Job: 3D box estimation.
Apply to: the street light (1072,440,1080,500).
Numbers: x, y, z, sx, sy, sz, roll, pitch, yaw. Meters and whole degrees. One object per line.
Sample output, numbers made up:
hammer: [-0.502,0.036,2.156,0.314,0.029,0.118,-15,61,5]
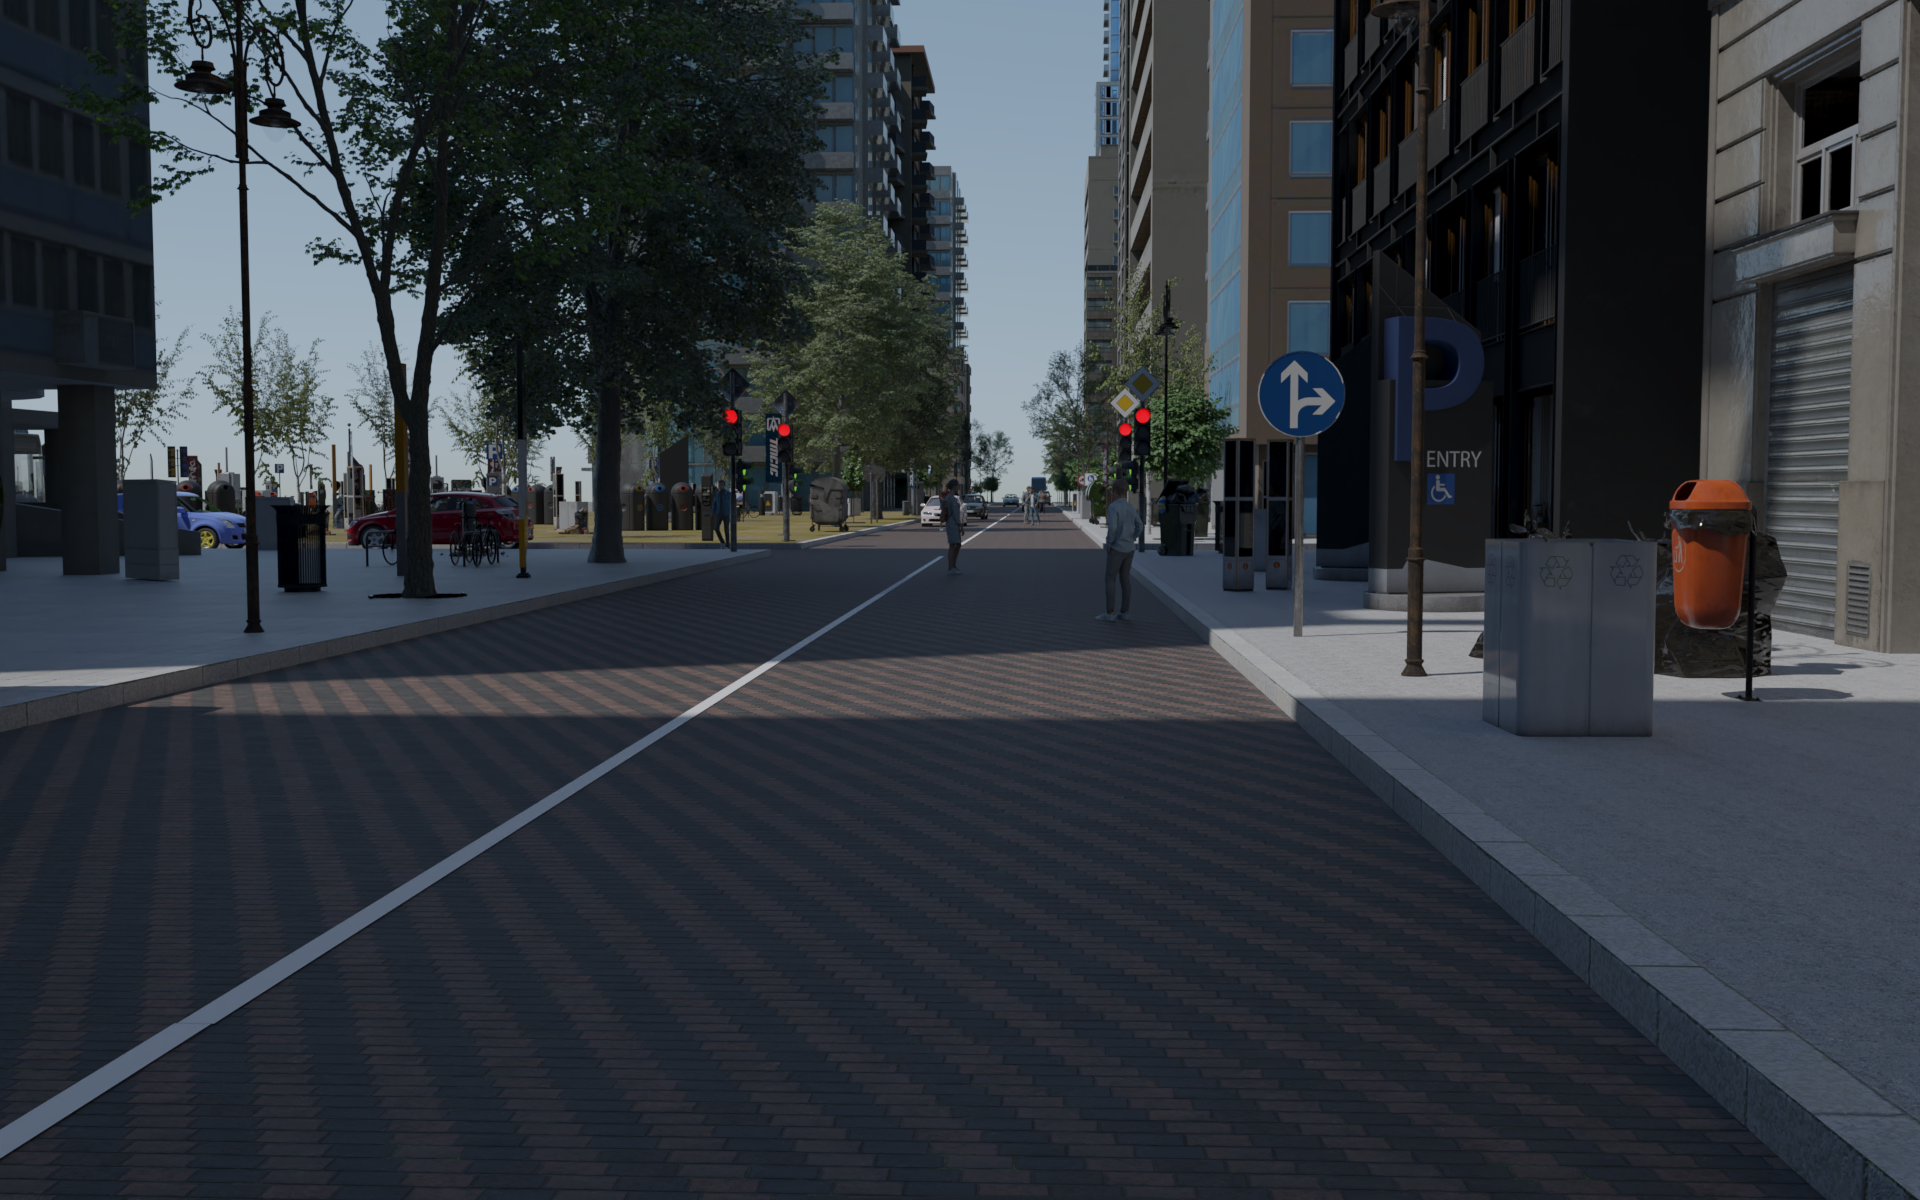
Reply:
street light: [8.262,-9.048,120.714,0.468,5.910,1.993,0,4,3]

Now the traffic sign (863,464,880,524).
traffic sign: [-3.810,-4.540,74.328,0.768,2.556,0.104,1,4,10]

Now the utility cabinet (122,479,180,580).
utility cabinet: [-12.044,-1.047,25.800,1.173,1.500,0.318,3,5,42]

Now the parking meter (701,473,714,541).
parking meter: [-6.879,-2.536,47.169,0.255,1.863,0.399,0,4,5]

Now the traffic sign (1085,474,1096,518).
traffic sign: [6.537,-5.157,86.447,0.606,2.300,0.079,1,4,12]

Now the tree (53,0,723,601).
tree: [-6.751,-5.822,20.944,9.928,11.665,9.643,0,3,0]

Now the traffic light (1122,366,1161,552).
traffic light: [3.979,-3.004,38.043,0.839,4.253,0.868,0,4,3]

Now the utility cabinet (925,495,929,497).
utility cabinet: [-2.553,-6.574,118.643,0.306,1.237,1.020,3,4,36]

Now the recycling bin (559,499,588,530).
recycling bin: [-12.969,-2.790,58.179,0.722,1.027,0.722,1,4,18]

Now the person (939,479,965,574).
person: [-0.123,-1.312,30.948,0.522,1.701,0.512,-1,4,-19]

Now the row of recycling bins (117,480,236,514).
row of recycling bins: [-23.309,-2.694,51.166,3.534,1.692,1.069,-1,4,-23]

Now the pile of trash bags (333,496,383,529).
pile of trash bags: [-21.681,-3.389,65.155,1.912,1.369,3.447,3,5,41]

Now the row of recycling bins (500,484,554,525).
row of recycling bins: [-18.217,-4.037,73.112,3.534,1.692,1.069,2,4,26]

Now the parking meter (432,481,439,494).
parking meter: [-23.633,-4.423,78.034,0.255,1.863,0.399,-2,4,-27]

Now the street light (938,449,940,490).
street light: [-1.482,-9.197,123.165,0.468,5.910,1.993,0,4,3]

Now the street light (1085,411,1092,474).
street light: [7.074,-7.483,95.133,0.468,5.910,1.993,0,4,3]

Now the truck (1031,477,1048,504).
truck: [12.318,-16.979,267.361,2.967,4.110,18.799,0,4,1]

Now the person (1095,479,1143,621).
person: [1.819,-0.574,19.697,0.589,1.601,0.330,-2,4,-35]

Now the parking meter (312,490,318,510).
parking meter: [-44.857,-6.851,120.430,0.372,1.533,0.369,0,3,0]

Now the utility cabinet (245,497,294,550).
utility cabinet: [-15.799,-1.744,39.675,1.020,1.237,0.306,0,4,0]

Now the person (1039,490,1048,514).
person: [6.115,-7.248,127.539,0.617,1.759,0.750,1,4,21]

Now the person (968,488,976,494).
person: [0.751,-6.270,111.201,0.592,1.802,0.473,3,5,42]

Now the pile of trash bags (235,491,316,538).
pile of trash bags: [-19.919,-2.449,49.799,1.912,1.369,3.447,-1,4,-11]

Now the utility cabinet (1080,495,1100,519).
utility cabinet: [6.614,-4.696,87.937,1.020,1.237,0.306,-1,4,-19]

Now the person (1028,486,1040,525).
person: [3.373,-4.311,79.336,0.623,1.781,0.721,2,4,24]

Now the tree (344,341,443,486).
tree: [-27.465,-8.147,83.565,4.360,8.622,3.978,0,3,0]

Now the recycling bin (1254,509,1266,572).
recycling bin: [4.930,-1.008,29.027,0.722,1.027,0.722,2,4,29]

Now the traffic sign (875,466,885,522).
traffic sign: [-3.750,-4.778,78.220,0.768,2.556,0.104,1,4,10]

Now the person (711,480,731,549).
person: [-5.899,-2.107,43.289,0.601,1.785,0.444,1,4,19]

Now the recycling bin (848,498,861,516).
recycling bin: [-6.318,-5.484,102.213,0.722,1.027,0.722,-2,4,-24]

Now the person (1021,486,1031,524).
person: [3.232,-4.568,83.282,0.391,1.810,0.635,3,4,37]

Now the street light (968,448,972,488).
street light: [1.045,-12.355,174.791,0.468,5.910,1.993,0,4,3]

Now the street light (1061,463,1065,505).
street light: [11.952,-13.713,197.000,0.468,5.910,1.993,0,4,3]

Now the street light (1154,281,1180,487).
street light: [4.477,-3.967,37.656,0.468,5.910,1.993,0,4,3]

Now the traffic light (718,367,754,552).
traffic light: [-5.023,-3.029,38.451,0.839,4.253,0.868,0,4,3]

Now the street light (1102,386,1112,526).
street light: [5.943,-5.930,69.743,0.468,5.910,1.993,0,4,3]

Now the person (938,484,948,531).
person: [-0.641,-3.646,68.093,0.573,1.828,0.580,-3,4,-38]

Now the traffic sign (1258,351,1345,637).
traffic sign: [3.042,-0.942,15.512,0.768,2.556,0.104,0,4,5]

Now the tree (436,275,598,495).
tree: [-13.057,-6.117,50.371,4.737,8.622,4.395,0,3,0]

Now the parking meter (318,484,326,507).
parking meter: [-32.320,-5.018,87.761,0.399,1.863,0.255,-1,4,-21]

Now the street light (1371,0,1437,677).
street light: [3.206,-2.401,12.050,0.468,5.910,1.993,0,4,3]

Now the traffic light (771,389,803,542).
traffic light: [-4.646,-3.517,46.428,0.839,4.253,0.868,0,4,3]

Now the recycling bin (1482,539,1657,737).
recycling bin: [3.318,0.188,9.474,0.722,1.027,0.722,0,4,1]

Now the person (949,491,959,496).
person: [-0.347,-4.826,86.766,0.474,1.900,0.648,2,4,26]

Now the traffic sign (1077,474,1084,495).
traffic sign: [7.801,-6.707,109.759,0.768,2.556,0.104,1,4,12]

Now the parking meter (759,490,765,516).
parking meter: [-11.746,-5.769,102.731,0.372,1.533,0.369,0,3,0]

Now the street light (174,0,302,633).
street light: [-6.549,-2.636,15.887,0.468,5.910,1.993,0,4,3]

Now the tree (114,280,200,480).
tree: [-27.989,-6.592,58.141,4.360,8.622,3.978,0,3,0]

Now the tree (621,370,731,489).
tree: [-14.198,-8.076,82.402,4.737,8.622,4.395,0,3,0]

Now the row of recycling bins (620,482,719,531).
row of recycling bins: [-10.242,-3.295,60.990,3.534,1.692,1.069,-2,4,-24]

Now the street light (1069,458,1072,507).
street light: [9.508,-10.550,145.272,0.468,5.910,1.993,0,4,3]

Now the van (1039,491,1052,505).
van: [10.869,-13.249,223.629,2.013,2.044,4.112,0,4,1]

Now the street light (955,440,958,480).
street light: [-0.313,-10.791,149.215,0.468,5.910,1.993,0,4,3]

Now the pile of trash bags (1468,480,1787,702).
pile of trash bags: [4.822,-0.149,12.182,1.912,1.369,3.447,0,4,6]

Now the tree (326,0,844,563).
tree: [-6.629,-7.677,32.174,9.857,13.997,8.962,0,3,0]

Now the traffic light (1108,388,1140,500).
traffic light: [4.356,-3.492,46.020,0.839,4.253,0.868,0,4,3]
